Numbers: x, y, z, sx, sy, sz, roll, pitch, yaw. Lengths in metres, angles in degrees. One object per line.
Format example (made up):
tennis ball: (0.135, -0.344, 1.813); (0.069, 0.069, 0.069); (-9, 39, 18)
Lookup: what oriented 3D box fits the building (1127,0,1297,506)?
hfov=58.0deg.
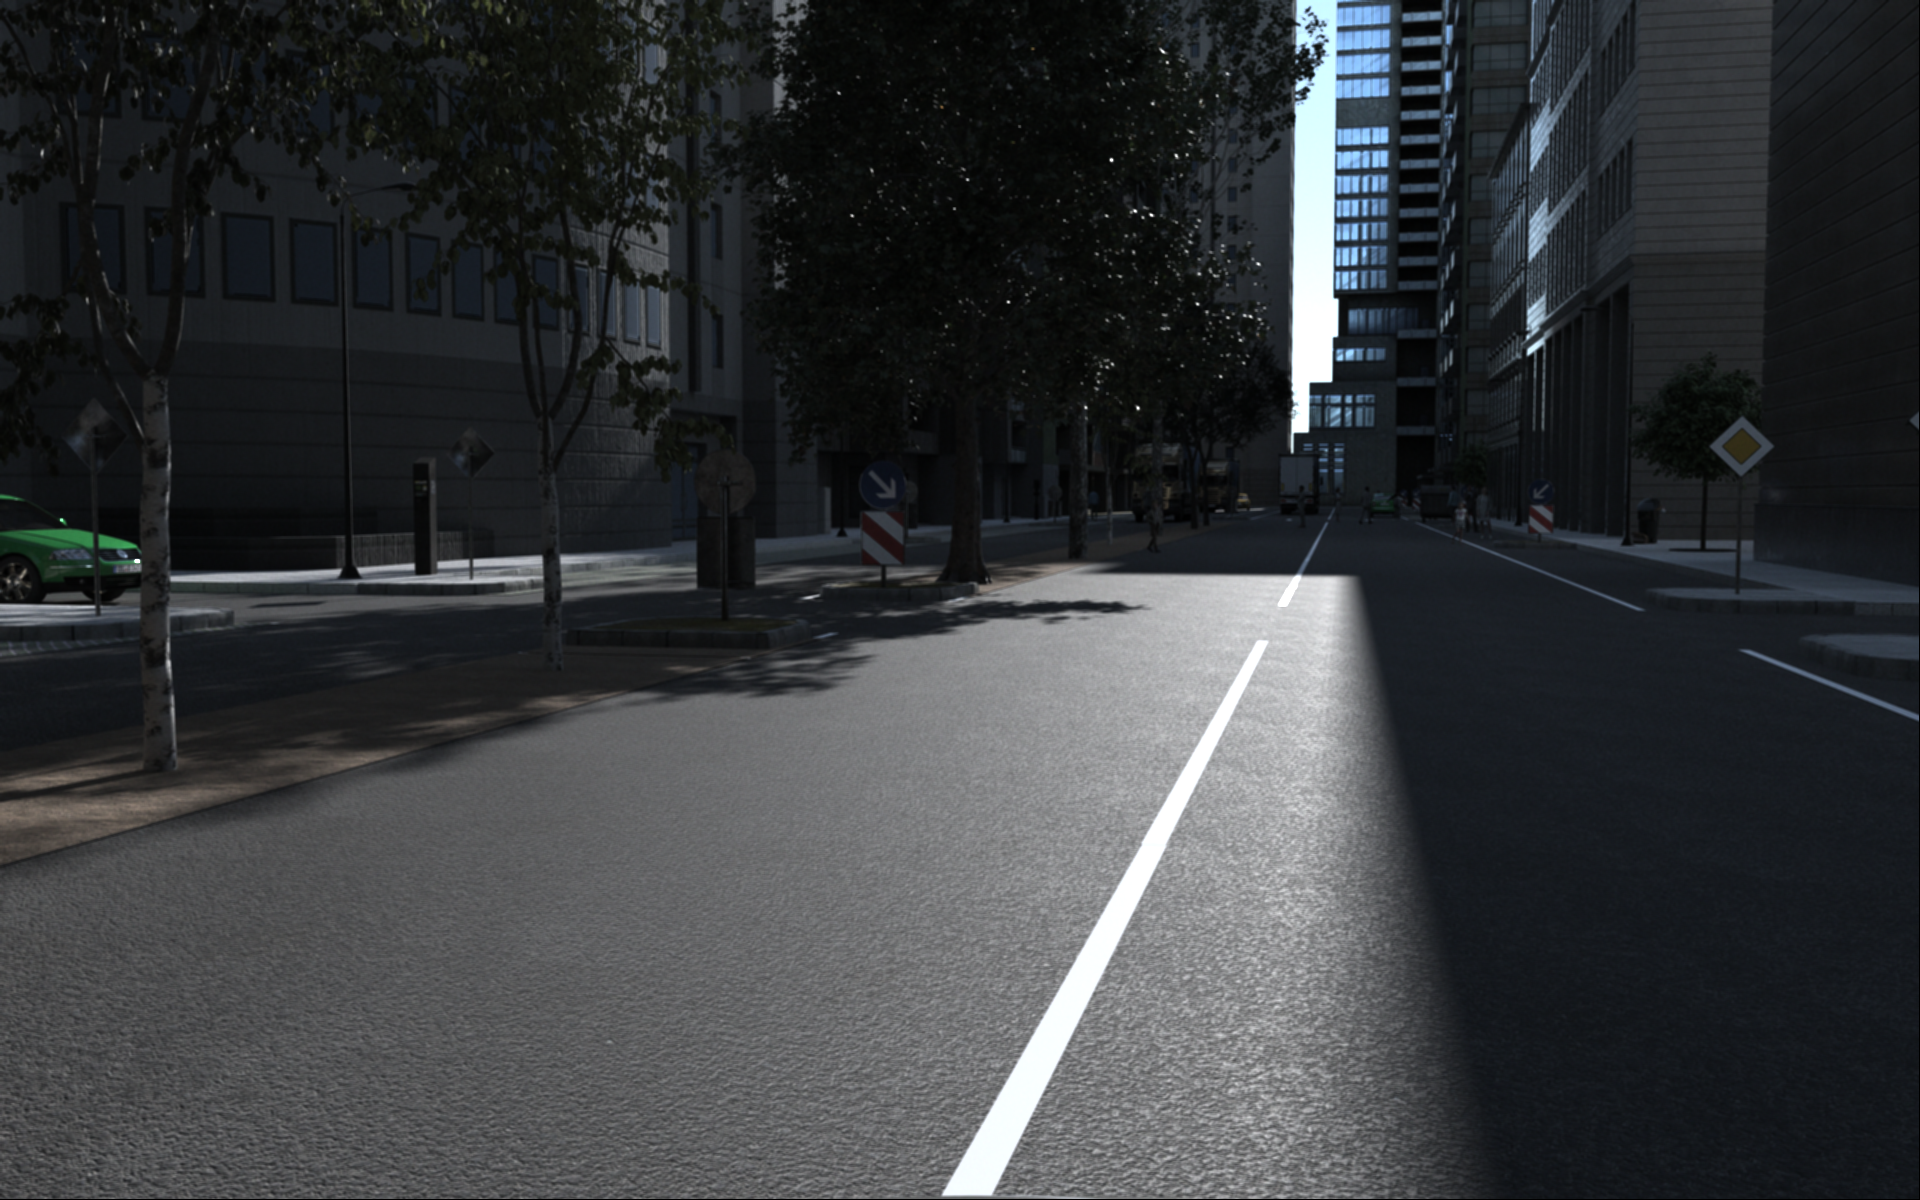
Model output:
building: (22.632, -39.742, 191.778); (28.212, 58.520, 21.231); (1, 4, 12)

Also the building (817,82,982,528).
building: (-7.372, -18.182, 68.976); (14.160, 30.474, 14.107); (1, 4, 12)

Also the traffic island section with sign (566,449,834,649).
traffic island section with sign: (-2.519, -0.542, 16.994); (2.006, 1.907, 1.989); (1, 4, 12)

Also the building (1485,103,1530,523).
building: (31.480, -14.414, 84.819); (9.793, 20.994, 18.267); (1, 4, 12)

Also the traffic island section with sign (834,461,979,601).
traffic island section with sign: (-0.913, -0.984, 24.226); (2.006, 1.907, 1.989); (1, 4, 12)

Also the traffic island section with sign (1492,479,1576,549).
traffic island section with sign: (15.290, -2.298, 46.198); (1.989, 1.847, 2.006); (1, 4, 12)

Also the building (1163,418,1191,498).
building: (6.297, -19.526, 164.289); (28.899, 21.520, 27.650); (1, 4, 12)

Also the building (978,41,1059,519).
building: (-2.836, -24.871, 90.234); (14.154, 41.232, 14.086); (1, 4, 12)

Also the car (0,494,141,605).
car: (-13.020, -0.855, 22.782); (4.718, 1.807, 1.959); (1, 4, 12)

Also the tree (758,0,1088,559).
tree: (1.609, -11.034, 38.747); (12.611, 20.169, 13.585); (0, 3, 0)

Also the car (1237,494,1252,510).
car: (25.045, -8.843, 154.813); (2.015, 1.641, 3.980); (1, 4, 10)

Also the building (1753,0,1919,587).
building: (25.941, -13.895, 24.443); (25.104, 27.353, 12.463); (1, 4, 12)

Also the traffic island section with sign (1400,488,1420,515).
traffic island section with sign: (31.924, -6.906, 121.546); (1.989, 1.847, 2.006); (1, 4, 12)

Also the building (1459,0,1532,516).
building: (38.446, -25.922, 107.415); (14.154, 41.232, 14.086); (1, 4, 12)

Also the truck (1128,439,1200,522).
truck: (10.850, -6.237, 90.887); (2.839, 4.237, 11.283); (1, 4, 13)

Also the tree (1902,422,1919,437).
tree: (12.137, -1.564, 20.176); (1.663, 3.219, 1.824); (0, 3, 0)

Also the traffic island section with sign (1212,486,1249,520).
traffic island section with sign: (15.278, -5.472, 97.606); (2.006, 1.907, 1.989); (1, 4, 12)

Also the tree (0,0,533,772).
tree: (-4.096, -3.431, 8.921); (4.360, 8.622, 3.978); (0, 3, 0)

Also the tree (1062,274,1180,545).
tree: (4.181, -5.826, 48.082); (4.737, 8.622, 4.395); (0, 3, 0)

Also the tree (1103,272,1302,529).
tree: (9.633, -8.176, 70.540); (8.767, 10.594, 7.601); (1, 4, 12)

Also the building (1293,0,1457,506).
building: (52.307, -53.419, 186.066); (31.000, 86.520, 22.319); (1, 4, 12)

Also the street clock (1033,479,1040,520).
street clock: (3.798, -4.971, 85.849); (0.358, 2.002, 0.471); (-1, 4, -10)

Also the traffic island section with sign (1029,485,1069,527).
traffic island section with sign: (4.191, -4.165, 76.725); (1.989, 1.847, 2.006); (1, 4, 12)

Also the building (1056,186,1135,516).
building: (-0.219, -28.187, 115.482); (22.147, 44.769, 28.867); (1, 4, 12)

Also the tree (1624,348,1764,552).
tree: (16.801, -3.374, 38.884); (4.285, 4.588, 4.351); (0, 3, 0)

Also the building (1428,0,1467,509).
building: (47.611, -31.090, 127.924); (23.786, 49.044, 30.456); (1, 4, 12)

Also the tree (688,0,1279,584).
tree: (0.123, -6.610, 27.546); (9.611, 12.733, 9.660); (0, 3, 0)

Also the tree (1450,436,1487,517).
tree: (29.639, -7.036, 98.751); (4.285, 4.588, 4.351); (0, 3, 0)

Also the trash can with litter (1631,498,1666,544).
trash can with litter: (17.763, -2.041, 44.762); (0.624, 1.170, 1.055); (3, 5, 39)

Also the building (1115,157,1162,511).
building: (8.129, -22.304, 136.375); (14.160, 30.474, 14.107); (1, 4, 12)

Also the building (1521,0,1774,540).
building: (27.184, -17.336, 60.931); (11.434, 29.767, 29.804); (1, 4, 12)

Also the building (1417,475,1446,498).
building: (57.742, -28.255, 153.844); (32.217, 40.220, 23.993); (1, 4, 12)

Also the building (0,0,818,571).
building: (-17.679, -30.494, 40.583); (21.231, 58.520, 28.212); (1, 4, 12)

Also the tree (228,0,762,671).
tree: (-3.302, -3.711, 13.498); (4.737, 8.622, 4.395); (0, 3, 0)

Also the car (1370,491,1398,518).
car: (26.134, -5.995, 106.806); (1.959, 1.807, 4.718); (1, 4, 12)

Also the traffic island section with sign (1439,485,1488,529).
traffic island section with sign: (21.105, -3.908, 72.521); (1.989, 1.847, 2.006); (1, 4, 12)

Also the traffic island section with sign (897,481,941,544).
traffic island section with sign: (-1.626, -2.555, 50.403); (1.989, 1.847, 2.006); (1, 4, 12)
